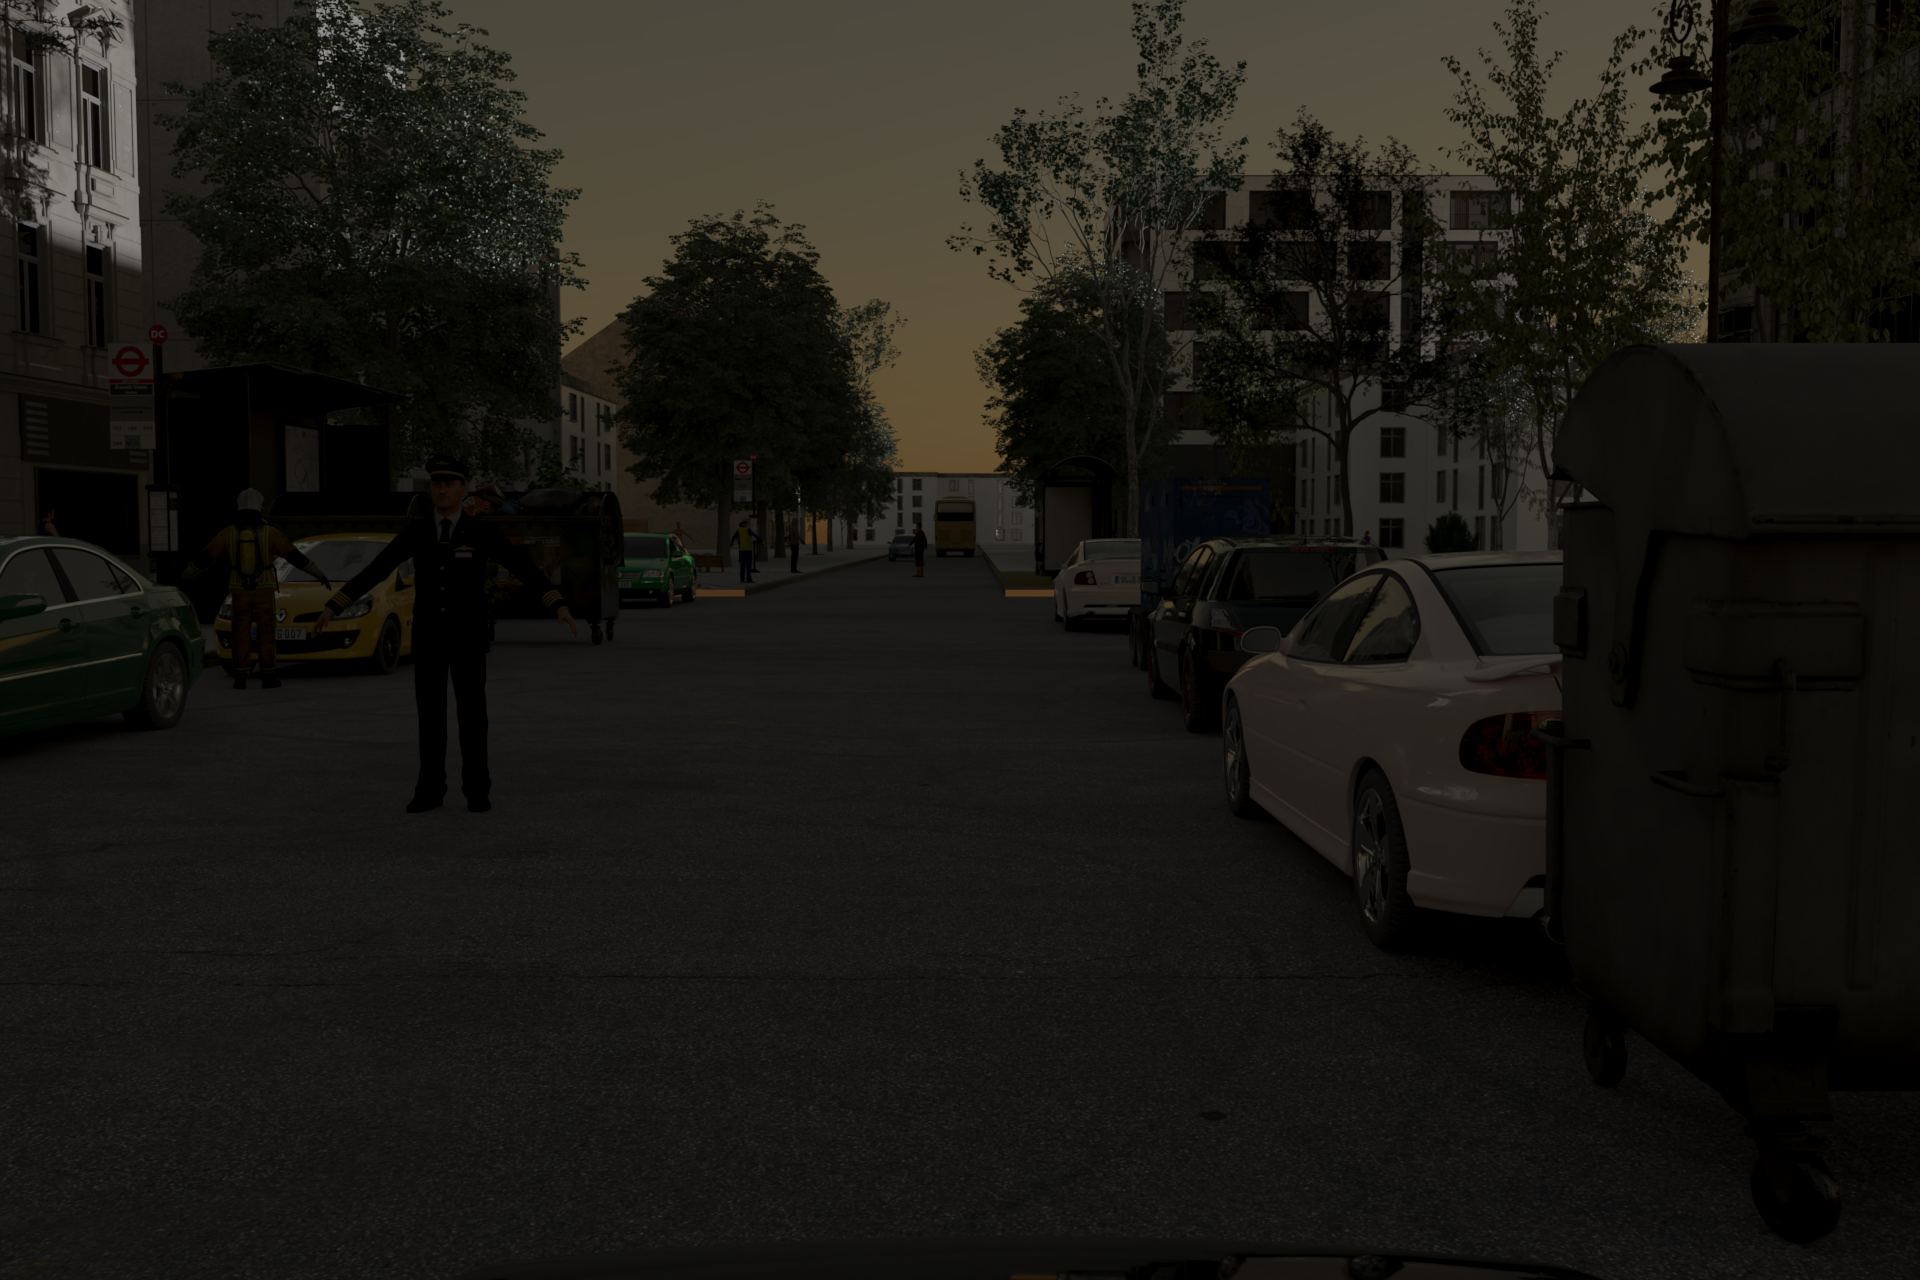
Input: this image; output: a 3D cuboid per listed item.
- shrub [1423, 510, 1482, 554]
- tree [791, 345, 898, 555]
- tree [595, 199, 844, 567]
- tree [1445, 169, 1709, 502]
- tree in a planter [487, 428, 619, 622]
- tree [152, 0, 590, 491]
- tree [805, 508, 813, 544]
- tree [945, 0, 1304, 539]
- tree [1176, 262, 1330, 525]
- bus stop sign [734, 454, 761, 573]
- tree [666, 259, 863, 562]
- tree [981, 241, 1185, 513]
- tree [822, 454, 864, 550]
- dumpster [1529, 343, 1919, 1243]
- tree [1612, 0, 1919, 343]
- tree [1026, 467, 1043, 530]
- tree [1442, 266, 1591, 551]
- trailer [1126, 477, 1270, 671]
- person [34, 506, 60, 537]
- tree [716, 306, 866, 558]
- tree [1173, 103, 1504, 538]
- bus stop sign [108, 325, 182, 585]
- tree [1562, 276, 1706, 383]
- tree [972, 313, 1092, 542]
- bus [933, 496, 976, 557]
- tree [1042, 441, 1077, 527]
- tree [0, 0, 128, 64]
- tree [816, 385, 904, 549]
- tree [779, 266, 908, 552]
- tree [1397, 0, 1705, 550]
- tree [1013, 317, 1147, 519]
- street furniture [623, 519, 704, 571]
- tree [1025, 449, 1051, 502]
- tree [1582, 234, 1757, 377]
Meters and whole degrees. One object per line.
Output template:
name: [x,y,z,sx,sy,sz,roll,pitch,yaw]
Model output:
shrub: [14.687,-2.892,51.698,1.690,2.028,1.600,0,3,0]
tree: [-9.038,-11.973,106.135,12.009,13.543,11.850,0,3,0]
tree: [-9.243,-9.783,66.606,9.857,13.997,8.962,0,3,0]
tree: [21.094,-9.075,58.751,12.009,13.543,11.850,0,3,0]
tree in a planter: [-6.862,-1.959,29.253,1.991,3.239,1.994,0,4,1]
tree: [-13.121,-8.106,39.185,9.857,13.997,8.962,0,3,0]
tree: [-20.048,-17.228,232.037,4.737,8.622,4.395,0,3,0]
tree: [5.872,-12.602,61.936,12.611,20.169,13.585,0,3,0]
tree: [7.615,-5.891,46.681,4.737,8.622,4.395,0,3,0]
bus stop sign: [-7.048,-4.202,57.413,0.855,3.939,0.416,0,4,1]
tree: [-9.146,-10.619,80.273,9.857,13.997,8.962,0,3,0]
tree: [5.632,-10.426,77.125,9.857,13.997,8.962,0,3,0]
tree: [-9.265,-11.440,137.402,4.360,8.622,3.978,0,3,0]
dumpster: [2.388,0.260,3.969,1.865,1.857,1.264,0,4,0]
tree: [8.468,-4.095,17.320,4.737,8.622,4.395,0,3,0]
tree: [6.339,-10.054,114.753,4.360,8.622,3.978,0,3,0]
tree: [14.857,-5.947,47.595,4.360,8.622,3.978,0,3,0]
trailer: [2.568,-0.742,19.187,1.471,1.999,3.904,0,4,-1]
person: [-17.431,-1.652,33.180,1.345,1.807,0.704,3,4,36]
tree: [-9.721,-11.373,92.603,9.857,13.997,8.962,0,3,0]
tree: [8.315,-6.336,38.002,7.601,10.594,8.767,1,4,21]
bus stop sign: [-10.419,-2.046,22.149,0.855,3.939,0.416,0,4,0]
tree: [19.715,-6.107,50.217,4.737,8.622,4.395,0,3,0]
tree: [8.306,-17.556,142.931,12.611,20.169,13.585,0,3,0]
bus: [-0.323,-7.349,111.703,2.896,3.916,12.252,0,4,0]
tree: [6.172,-9.378,103.689,4.360,8.622,3.978,0,3,0]
tree: [-12.989,-6.394,14.916,12.009,13.543,11.850,0,3,0]
tree: [-9.377,-14.641,146.035,9.857,13.997,8.962,0,3,0]
tree: [-10.788,-16.418,124.327,12.611,20.169,13.585,0,3,0]
tree: [8.135,-4.482,23.644,4.737,8.622,4.395,0,3,0]
tree: [6.098,-10.571,90.969,7.486,12.596,7.792,0,3,0]
street furniture: [-12.055,-2.596,49.300,11.010,1.723,9.812,1,4,20]
tree: [6.456,-10.473,121.589,4.737,8.622,4.395,0,3,0]
tree: [16.659,-5.638,42.539,4.360,8.622,3.978,0,3,0]
